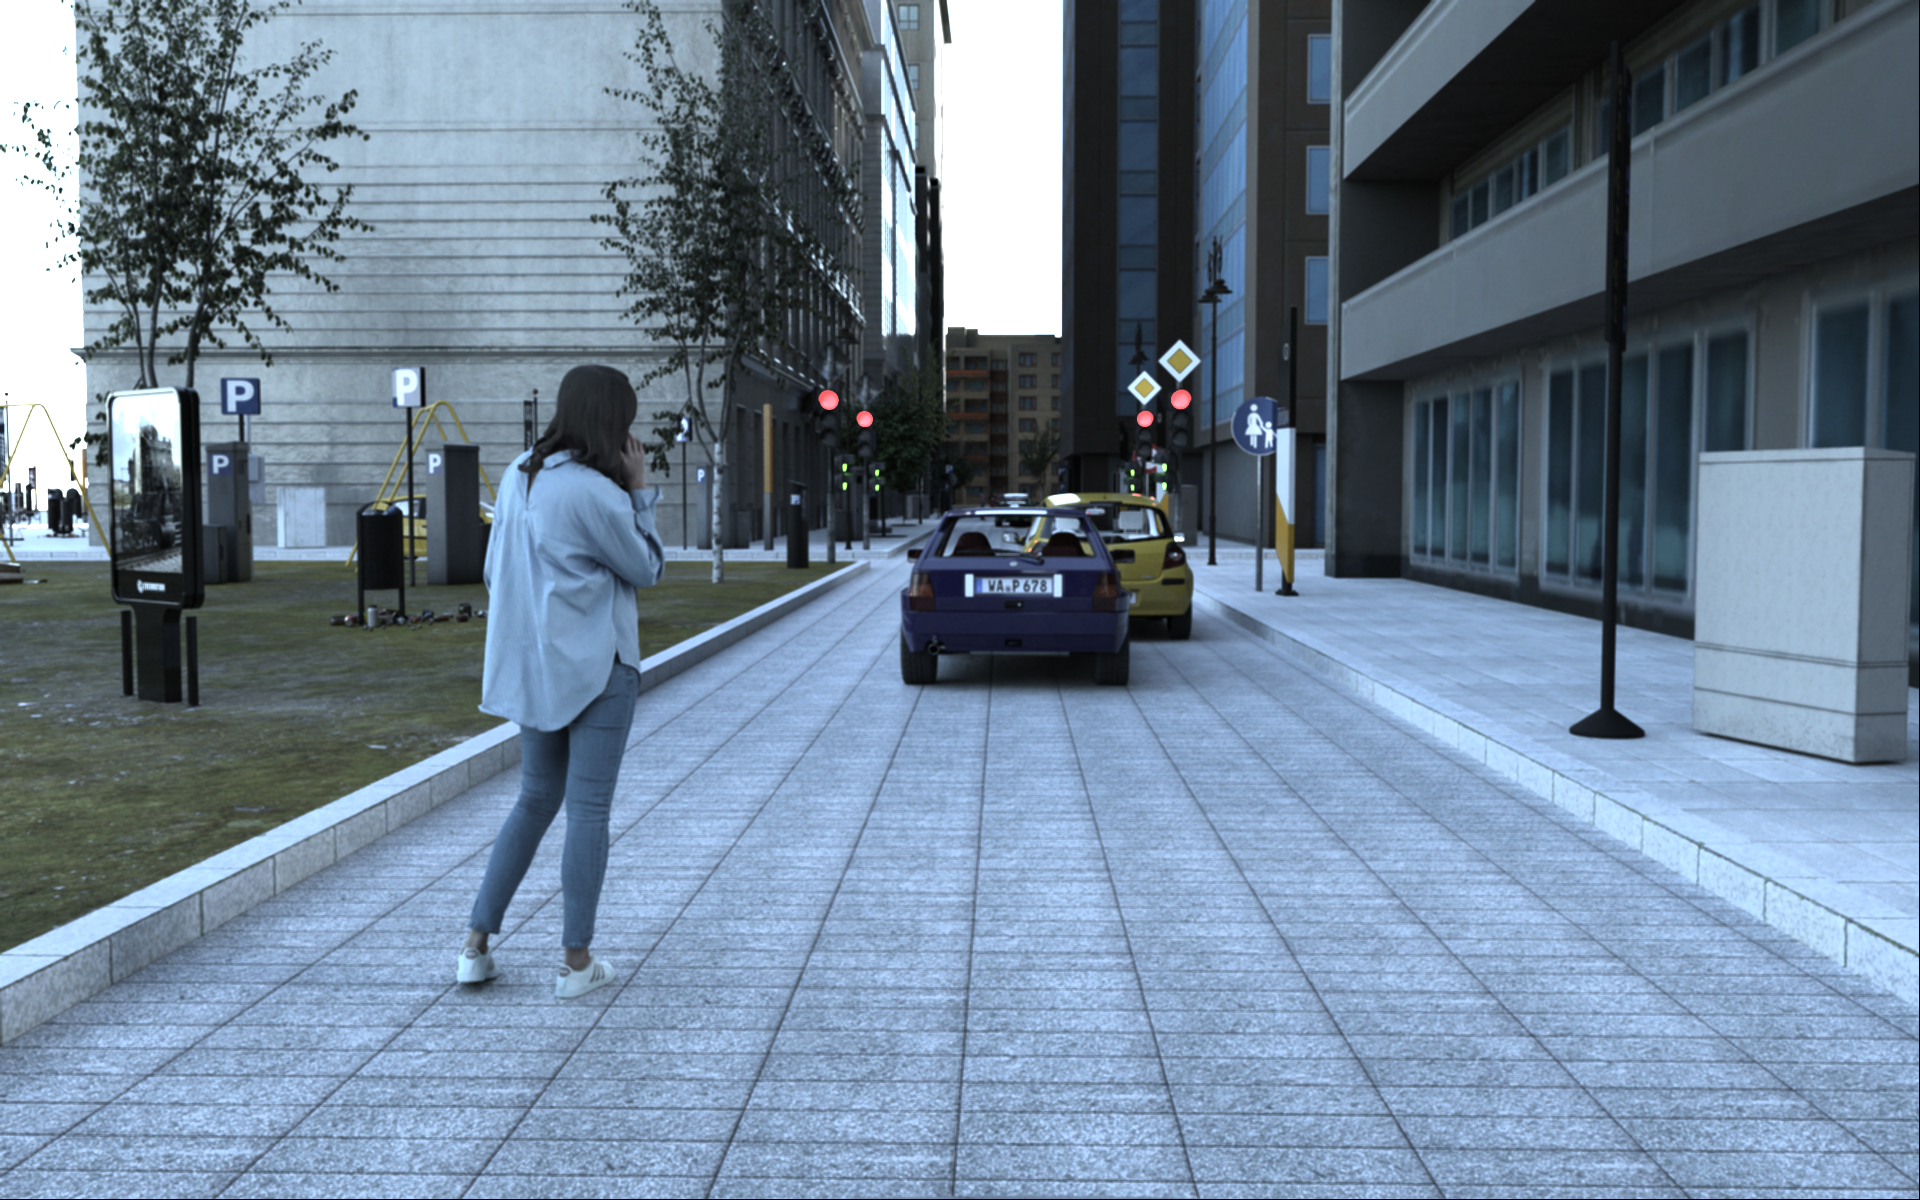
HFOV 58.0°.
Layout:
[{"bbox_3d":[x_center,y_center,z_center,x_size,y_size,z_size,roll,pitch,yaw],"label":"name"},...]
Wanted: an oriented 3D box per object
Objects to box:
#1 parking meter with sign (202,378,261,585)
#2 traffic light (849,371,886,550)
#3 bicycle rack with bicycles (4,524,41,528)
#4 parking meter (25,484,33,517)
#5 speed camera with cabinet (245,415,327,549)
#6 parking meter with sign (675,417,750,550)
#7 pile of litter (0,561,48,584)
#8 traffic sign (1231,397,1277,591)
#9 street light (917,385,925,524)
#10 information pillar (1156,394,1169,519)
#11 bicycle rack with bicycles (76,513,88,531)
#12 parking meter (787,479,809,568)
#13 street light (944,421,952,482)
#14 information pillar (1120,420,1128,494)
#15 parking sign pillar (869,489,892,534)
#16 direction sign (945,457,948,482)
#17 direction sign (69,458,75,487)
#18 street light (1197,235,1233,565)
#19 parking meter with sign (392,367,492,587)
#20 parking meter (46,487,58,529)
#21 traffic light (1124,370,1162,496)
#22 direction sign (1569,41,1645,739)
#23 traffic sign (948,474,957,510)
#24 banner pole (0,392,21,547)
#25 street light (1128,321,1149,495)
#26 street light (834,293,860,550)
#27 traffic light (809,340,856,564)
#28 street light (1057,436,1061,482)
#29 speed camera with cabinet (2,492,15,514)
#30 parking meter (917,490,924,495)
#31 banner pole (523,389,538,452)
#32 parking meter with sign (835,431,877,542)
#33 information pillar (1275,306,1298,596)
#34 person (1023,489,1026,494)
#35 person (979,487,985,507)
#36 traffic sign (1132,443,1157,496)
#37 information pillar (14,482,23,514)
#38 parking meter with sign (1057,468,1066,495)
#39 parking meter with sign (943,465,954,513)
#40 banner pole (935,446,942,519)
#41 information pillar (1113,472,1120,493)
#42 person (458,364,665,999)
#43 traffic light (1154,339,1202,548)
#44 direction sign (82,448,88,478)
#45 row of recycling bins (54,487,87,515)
[{"bbox_3d":[-10.716,-1.775,25.282,0.543,3.016,1.738,0,4,-6],"label":"parking meter with sign"},{"bbox_3d":[-2.133,-3.105,39.684,0.839,4.253,0.868,0,4,2],"label":"traffic light"},{"bbox_3d":[-35.923,-3.157,65.007,2.925,0.926,2.852,1,4,20],"label":"bicycle rack with bicycles"},{"bbox_3d":[-52.402,-5.611,97.456,0.399,1.863,0.255,3,4,37],"label":"parking meter"},{"bbox_3d":[-15.944,-2.822,40.477,2.038,3.252,0.660,-3,4,-37],"label":"speed camera with cabinet"},{"bbox_3d":[-5.699,-2.684,40.147,1.738,3.016,0.543,-3,5,-43],"label":"parking meter with sign"},{"bbox_3d":[-13.927,-0.658,24.718,1.719,0.858,1.176,-2,4,-35],"label":"pile of litter"},{"bbox_3d":[3.947,-1.387,22.783,0.768,2.556,0.104,0,4,7],"label":"traffic sign"},{"bbox_3d":[-1.686,-6.182,73.865,0.468,5.910,1.993,0,4,2],"label":"street light"},{"bbox_3d":[4.735,-3.007,40.524,0.183,3.616,0.504,-1,4,-21],"label":"information pillar"},{"bbox_3d":[-29.144,-2.868,60.277,2.925,0.926,2.852,-2,4,-27],"label":"bicycle rack with bicycles"},{"bbox_3d":[-2.814,-1.322,30.024,0.372,1.533,0.369,0,3,0],"label":"parking meter"},{"bbox_3d":[-0.772,-8.241,107.536,0.468,5.910,1.993,0,4,2],"label":"street light"},{"bbox_3d":[5.151,-3.864,54.529,0.183,3.616,0.504,-1,4,-18],"label":"information pillar"},{"bbox_3d":[-2.951,-4.183,56.863,1.447,3.967,1.447,0,4,-6],"label":"parking sign pillar"},{"bbox_3d":[-0.834,-6.934,105.372,0.379,3.537,0.876,-1,4,-9],"label":"direction sign"},{"bbox_3d":[-56.539,-7.239,110.356,0.379,3.537,0.876,-1,4,-9],"label":"direction sign"},{"bbox_3d":[4.564,-3.571,31.170,0.468,5.910,1.993,0,4,2],"label":"street light"},{"bbox_3d":[-7.194,-1.736,24.645,0.543,3.016,1.738,2,4,29],"label":"parking meter with sign"},{"bbox_3d":[-33.301,-3.374,63.572,0.372,1.533,0.369,0,3,0],"label":"parking meter"},{"bbox_3d":[4.177,-3.096,39.533,0.839,4.253,0.868,0,4,2],"label":"traffic light"},{"bbox_3d":[3.455,-1.049,9.145,0.379,3.537,0.876,2,4,25],"label":"direction sign"},{"bbox_3d":[-0.547,-6.729,110.128,0.768,2.556,0.104,0,4,3],"label":"traffic sign"},{"bbox_3d":[-23.440,-3.213,42.545,0.863,3.779,0.401,3,5,44],"label":"banner pole"},{"bbox_3d":[4.765,-4.499,46.350,0.468,5.910,1.993,0,4,2],"label":"street light"},{"bbox_3d":[-2.581,-4.107,39.939,0.468,5.910,1.993,0,4,2],"label":"street light"},{"bbox_3d":[-2.345,-2.617,31.701,0.839,4.253,0.868,0,4,2],"label":"traffic light"},{"bbox_3d":[6.585,-8.614,113.628,0.468,5.910,1.993,0,4,2],"label":"street light"},{"bbox_3d":[-62.174,-7.214,112.286,2.038,3.252,0.660,-2,4,-29],"label":"speed camera with cabinet"},{"bbox_3d":[-2.194,-5.360,96.042,0.372,1.533,0.369,0,3,0],"label":"parking meter"},{"bbox_3d":[-10.140,-3.121,41.047,0.401,3.779,0.863,1,4,11],"label":"banner pole"},{"bbox_3d":[-2.914,-3.119,47.258,0.543,3.016,1.738,2,4,25],"label":"parking meter with sign"},{"bbox_3d":[4.125,-1.868,21.894,0.183,3.616,0.504,-1,4,-9],"label":"information pillar"},{"bbox_3d":[4.968,-7.723,134.710,0.705,1.831,1.348,0,4,-7],"label":"person"},{"bbox_3d":[1.229,-5.321,95.510,0.388,1.821,0.555,0,4,6],"label":"person"},{"bbox_3d":[4.660,-2.621,42.964,0.768,2.556,0.104,0,4,7],"label":"traffic sign"},{"bbox_3d":[-56.806,-6.116,104.484,0.304,2.012,0.304,1,4,9],"label":"information pillar"},{"bbox_3d":[6.183,-6.653,105.039,0.543,3.016,1.738,0,4,2],"label":"parking meter with sign"},{"bbox_3d":[-0.742,-6.551,103.373,0.543,3.016,1.738,0,4,-7],"label":"parking meter with sign"},{"bbox_3d":[-1.181,-6.107,89.858,0.401,3.779,0.863,-1,4,-15],"label":"banner pole"},{"bbox_3d":[5.222,-3.206,56.909,0.304,2.012,0.304,-1,4,-18],"label":"information pillar"},{"bbox_3d":[-1.161,0.232,4.967,0.793,1.790,0.793,0,4,5],"label":"person"},{"bbox_3d":[3.965,-2.607,31.550,0.839,4.253,0.868,0,4,2],"label":"traffic light"},{"bbox_3d":[-42.604,-5.693,85.075,0.876,3.537,0.379,-1,4,-14],"label":"direction sign"},{"bbox_3d":[-54.409,-6.124,107.247,3.534,1.692,1.069,-1,4,-19],"label":"row of recycling bins"}]
